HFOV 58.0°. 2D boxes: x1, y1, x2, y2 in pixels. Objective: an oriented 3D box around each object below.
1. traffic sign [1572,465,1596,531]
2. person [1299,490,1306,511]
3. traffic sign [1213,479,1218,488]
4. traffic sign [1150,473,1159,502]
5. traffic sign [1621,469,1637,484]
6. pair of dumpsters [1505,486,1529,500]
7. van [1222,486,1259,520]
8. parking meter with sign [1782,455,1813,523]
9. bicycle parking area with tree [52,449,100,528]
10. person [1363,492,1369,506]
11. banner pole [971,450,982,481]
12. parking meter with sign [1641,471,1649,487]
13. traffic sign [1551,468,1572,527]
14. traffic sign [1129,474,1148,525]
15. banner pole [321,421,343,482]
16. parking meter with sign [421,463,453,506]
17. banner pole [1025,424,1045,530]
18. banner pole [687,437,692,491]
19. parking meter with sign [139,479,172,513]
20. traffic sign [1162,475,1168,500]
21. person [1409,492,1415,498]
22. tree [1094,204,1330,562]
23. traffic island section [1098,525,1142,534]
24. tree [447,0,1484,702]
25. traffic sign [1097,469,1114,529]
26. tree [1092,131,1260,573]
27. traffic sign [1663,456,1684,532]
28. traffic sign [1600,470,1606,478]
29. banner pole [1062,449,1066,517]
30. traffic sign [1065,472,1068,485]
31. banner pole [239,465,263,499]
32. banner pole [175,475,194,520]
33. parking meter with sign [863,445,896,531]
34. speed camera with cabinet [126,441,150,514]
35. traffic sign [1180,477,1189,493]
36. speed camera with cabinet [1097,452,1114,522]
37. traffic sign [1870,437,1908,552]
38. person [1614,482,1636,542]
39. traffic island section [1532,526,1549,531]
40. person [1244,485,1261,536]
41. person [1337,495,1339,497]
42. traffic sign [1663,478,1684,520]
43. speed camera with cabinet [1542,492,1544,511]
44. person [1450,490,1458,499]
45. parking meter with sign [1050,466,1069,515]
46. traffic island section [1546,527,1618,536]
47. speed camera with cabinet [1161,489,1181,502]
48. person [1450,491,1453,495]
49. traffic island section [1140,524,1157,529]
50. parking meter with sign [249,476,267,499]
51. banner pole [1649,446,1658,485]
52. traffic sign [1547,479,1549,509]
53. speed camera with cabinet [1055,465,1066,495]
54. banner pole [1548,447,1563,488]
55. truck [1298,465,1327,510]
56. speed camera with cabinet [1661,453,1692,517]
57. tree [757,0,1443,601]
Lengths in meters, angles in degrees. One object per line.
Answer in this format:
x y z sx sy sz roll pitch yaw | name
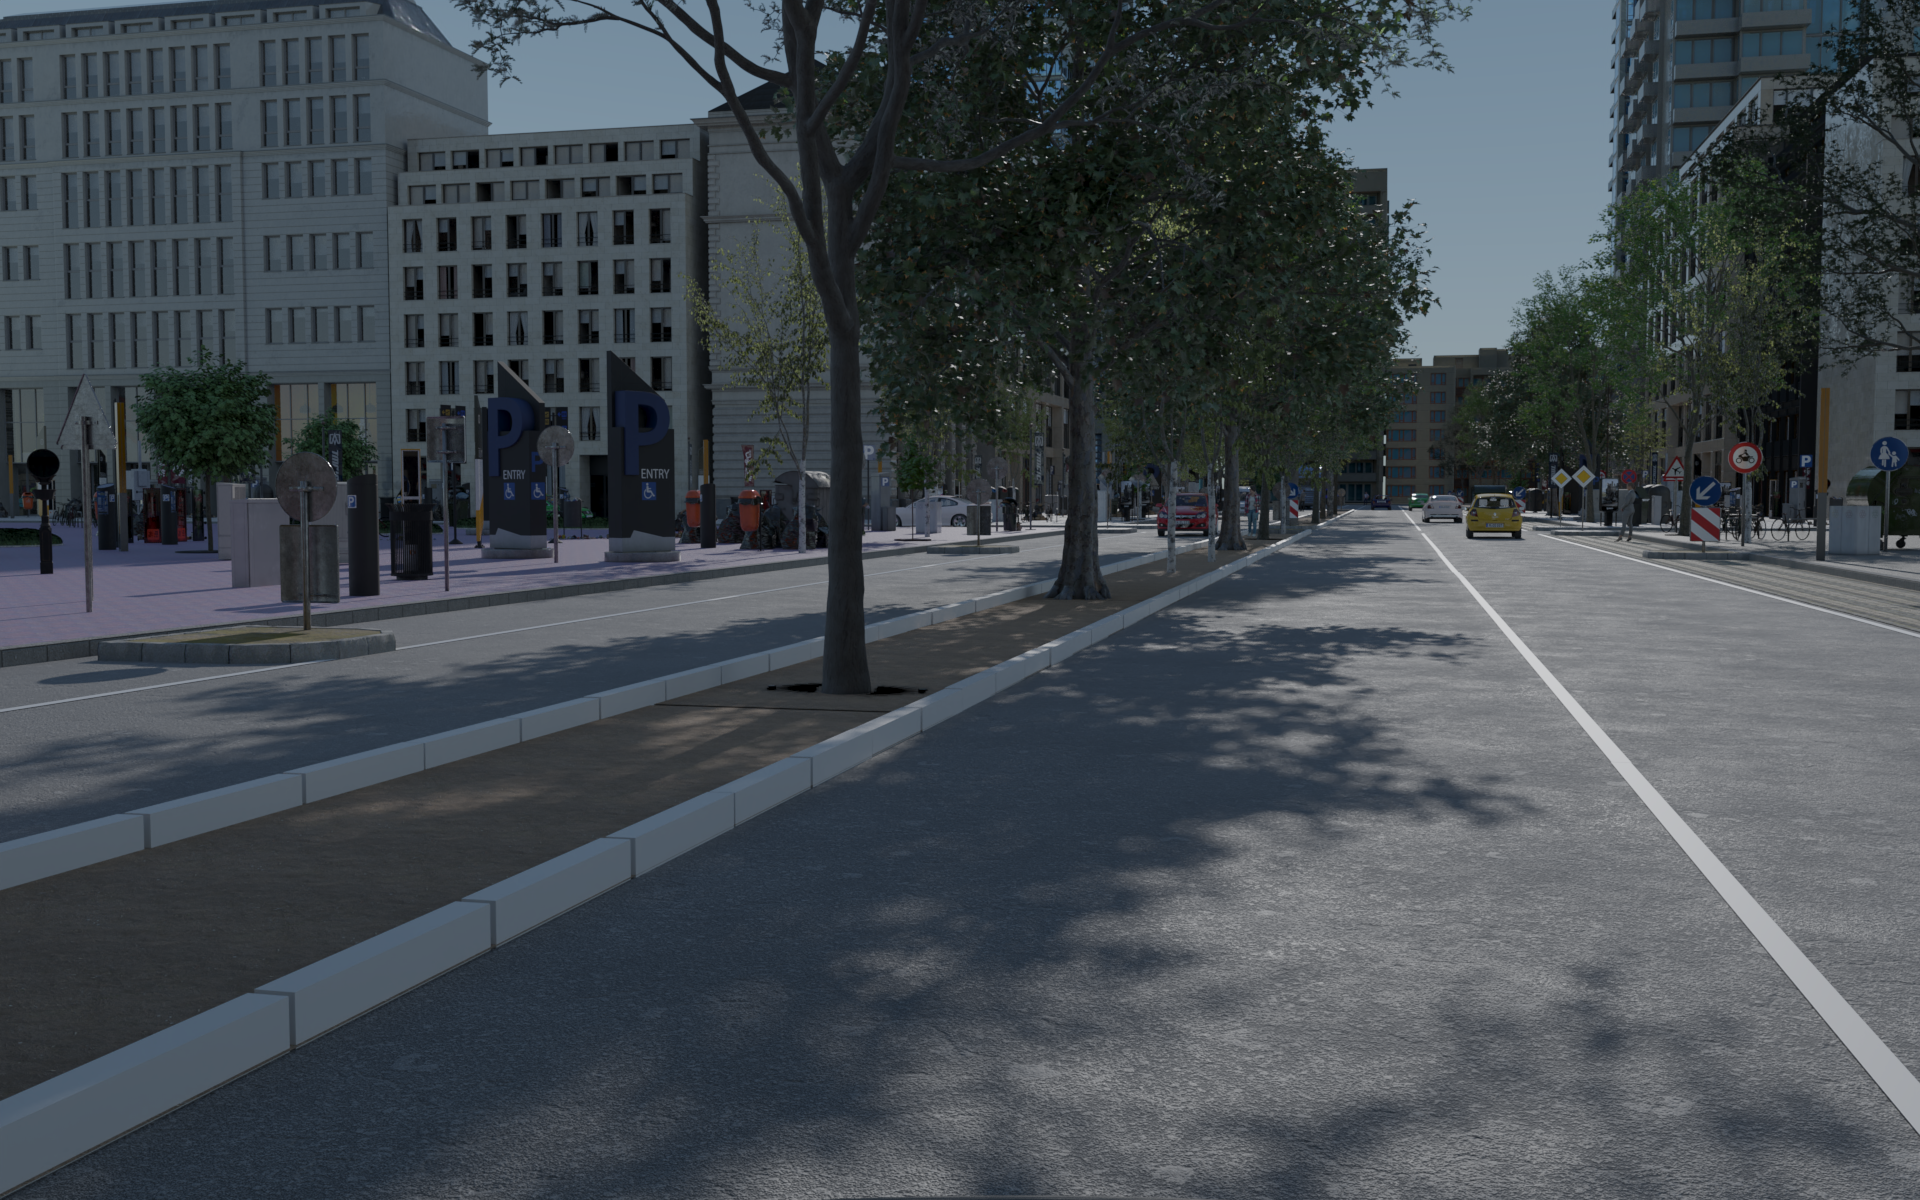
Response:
21.620 -3.453 60.099 0.795 2.450 0.064 1 4 14 | traffic sign
28.336 -8.236 143.338 0.592 1.802 0.473 -1 4 -9 | person
18.934 -7.856 129.628 0.795 2.450 0.064 1 4 14 | traffic sign
11.976 -6.620 108.244 0.884 2.594 0.081 1 4 17 | traffic sign
34.390 -5.442 89.091 0.768 2.556 0.104 1 4 19 | traffic sign
43.928 -8.205 136.638 1.574 2.255 4.437 1 4 14 | pair of dumpsters
15.218 -5.297 93.624 2.013 2.044 4.112 1 4 14 | van
37.021 -4.915 76.620 1.738 3.016 0.543 -3 4 -39 | parking meter with sign
-36.092 -4.875 66.715 8.231 4.147 9.016 -1 4 -18 | bicycle parking area with tree
50.822 -12.688 216.879 0.436 1.711 0.756 -2 4 -31 | person
0.881 -6.587 97.716 0.863 3.779 0.401 -2 4 -26 | banner pole
50.475 -8.047 127.823 0.543 3.016 1.738 2 4 27 | parking meter with sign
23.539 -3.927 67.851 0.795 2.450 0.064 1 4 14 | traffic sign
7.386 -4.172 71.856 0.795 2.450 0.064 1 4 14 | traffic sign
-21.595 -4.248 59.469 0.863 3.779 0.401 0 4 -1 | banner pole
-26.592 -5.613 88.036 1.738 3.016 0.543 0 4 6 | parking meter with sign
2.701 -4.392 61.827 0.863 3.779 0.401 -3 5 -39 | banner pole
-11.827 -5.257 75.964 0.401 3.779 0.863 0 4 3 | banner pole
-42.166 -5.784 90.827 1.738 3.016 0.543 0 4 -1 | parking meter with sign
13.776 -7.069 115.685 0.768 2.556 0.104 1 4 19 | traffic sign
54.294 -12.122 207.421 0.721 1.735 1.217 -3 4 -36 | person
5.260 -5.077 35.827 4.737 8.622 4.395 0 3 0 | tree
5.442 -2.562 64.172 2.009 0.180 2.903 1 4 14 | traffic island section
-0.823 -6.060 11.900 12.009 13.543 11.850 0 3 0 | tree
5.467 -3.698 64.104 0.795 2.450 0.064 1 4 14 | traffic sign
3.876 -4.805 31.390 4.360 8.622 3.978 0 3 0 | tree
24.261 -3.589 58.685 0.884 2.594 0.081 1 4 23 | traffic sign
33.174 -5.492 89.903 0.768 2.556 0.104 1 4 22 | traffic sign
5.732 -6.453 95.522 0.401 3.779 0.863 1 4 15 | banner pole
5.103 -4.715 79.223 0.606 2.300 0.079 1 4 20 | traffic sign
-20.672 -3.708 50.649 0.863 3.779 0.401 -3 5 -39 | banner pole
-38.167 -5.845 85.585 0.863 3.779 0.401 1 4 15 | banner pole
-2.797 -3.933 60.559 0.543 3.016 1.738 -2 4 -33 | parking meter with sign
-30.218 -4.317 64.926 0.660 3.252 2.038 2 4 29 | speed camera with cabinet
16.334 -7.678 125.647 0.768 2.556 0.104 1 4 22 | traffic sign
6.719 -5.268 80.474 0.660 3.252 2.038 1 4 16 | speed camera with cabinet
20.621 -2.349 38.512 0.768 2.556 0.104 1 4 20 | traffic sign
19.887 -2.631 51.790 0.573 1.790 0.520 1 4 22 | person
23.564 -2.792 67.923 2.009 0.180 2.903 1 4 14 | traffic island section
9.895 -3.007 58.496 0.563 1.720 0.643 2 4 24 | person
47.315 -12.735 216.585 0.709 1.838 0.599 3 4 37 | person
29.635 -4.395 71.864 0.884 2.594 0.081 2 4 24 | traffic sign
45.905 -8.558 134.264 2.038 3.252 0.660 1 4 23 | speed camera with cabinet
47.164 -9.609 165.591 1.348 1.826 0.705 -2 4 -27 | person
6.476 -6.770 106.947 1.738 3.016 0.543 -1 4 -18 | parking meter with sign
21.645 -2.317 60.171 2.009 0.180 2.903 1 4 14 | traffic island section
14.197 -7.655 119.498 2.038 3.252 0.660 2 4 24 | speed camera with cabinet
54.488 -11.175 191.884 0.621 1.740 0.551 0 4 -1 | person
7.361 -3.036 71.924 2.009 0.180 2.903 1 4 14 | traffic island section
-29.195 -4.643 72.177 0.543 3.016 1.738 0 4 4 | parking meter with sign
36.235 -6.154 90.640 0.401 3.779 0.863 -1 4 -15 | banner pole
40.232 -7.246 118.570 0.768 2.556 0.104 1 4 20 | traffic sign
6.842 -7.528 117.415 0.660 3.252 2.038 0 4 -4 | speed camera with cabinet
31.707 -6.244 92.107 0.863 3.779 0.401 2 4 28 | banner pole
33.777 -10.803 166.386 2.967 4.110 18.799 1 4 12 | truck
34.446 -5.438 83.251 0.660 3.252 2.038 0 4 -5 | speed camera with cabinet
1.684 -6.363 23.508 9.611 12.733 9.660 0 3 0 | tree
